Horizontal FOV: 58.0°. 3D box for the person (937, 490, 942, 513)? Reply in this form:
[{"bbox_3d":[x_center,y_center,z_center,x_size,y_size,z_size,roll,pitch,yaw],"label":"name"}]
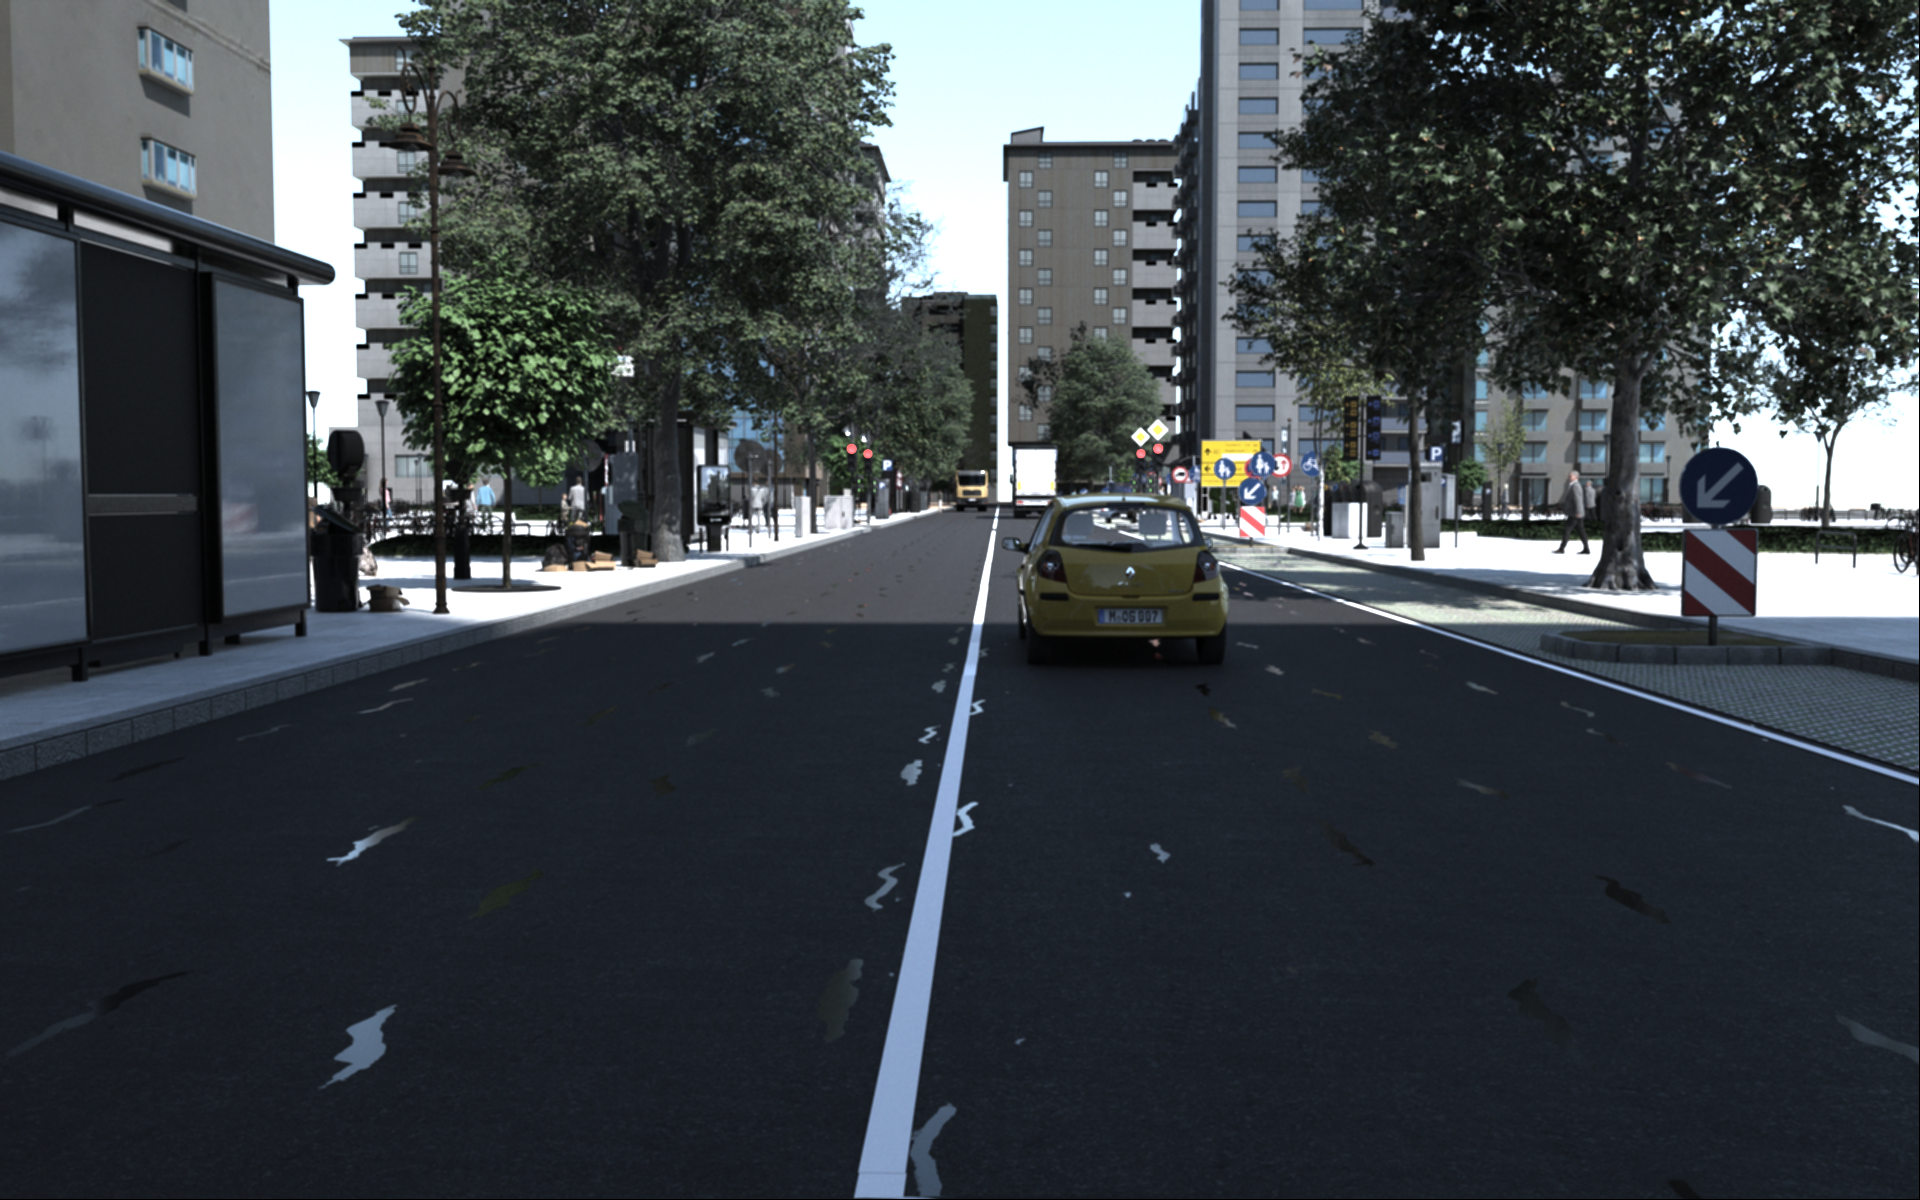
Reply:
[{"bbox_3d":[-1.581,-7.612,133.504,0.362,1.759,0.519,-1,4,-13],"label":"person"}]

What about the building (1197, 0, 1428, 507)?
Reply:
[{"bbox_3d":[33.647,-38.231,167.083,21.231,58.520,28.212,0,4,1],"label":"building"}]

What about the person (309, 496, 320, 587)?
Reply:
[{"bbox_3d":[-9.041,-0.815,24.034,0.362,1.253,0.373,-1,4,-12],"label":"person"}]

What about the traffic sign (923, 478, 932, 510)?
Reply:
[{"bbox_3d":[-2.543,-8.283,135.525,0.768,2.556,0.104,0,4,8],"label":"traffic sign"}]

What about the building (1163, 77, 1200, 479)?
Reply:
[{"bbox_3d":[35.951,-35.314,196.999,23.786,49.044,30.456,0,4,1],"label":"building"}]

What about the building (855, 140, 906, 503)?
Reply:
[{"bbox_3d":[-22.522,-40.858,257.274,27.495,52.752,28.713,0,4,1],"label":"building"}]

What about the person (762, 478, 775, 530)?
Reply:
[{"bbox_3d":[-6.743,-3.392,61.342,0.661,1.843,0.795,0,4,8],"label":"person"}]

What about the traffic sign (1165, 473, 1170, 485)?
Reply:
[{"bbox_3d":[12.601,-6.295,103.025,0.768,2.556,0.104,1,4,8],"label":"traffic sign"}]

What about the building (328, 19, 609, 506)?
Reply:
[{"bbox_3d":[-54.563,-37.383,200.444,27.495,52.752,28.713,0,4,1],"label":"building"}]

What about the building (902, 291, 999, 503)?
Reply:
[{"bbox_3d":[-1.421,-29.245,249.854,14.107,30.474,14.160,0,4,1],"label":"building"}]

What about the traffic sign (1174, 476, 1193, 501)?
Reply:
[{"bbox_3d":[10.561,-4.999,81.737,0.884,2.594,0.081,1,4,10],"label":"traffic sign"}]

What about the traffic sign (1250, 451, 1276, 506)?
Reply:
[{"bbox_3d":[9.017,-3.152,51.640,0.768,2.556,0.104,0,4,4],"label":"traffic sign"}]

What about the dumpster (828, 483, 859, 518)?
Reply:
[{"bbox_3d":[-6.017,-5.319,89.454,1.502,2.255,1.985,0,4,1],"label":"dumpster"}]

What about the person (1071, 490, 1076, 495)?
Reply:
[{"bbox_3d":[9.634,-8.508,147.624,0.660,1.820,0.620,3,4,37],"label":"person"}]

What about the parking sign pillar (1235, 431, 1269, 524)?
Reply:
[{"bbox_3d":[12.429,-5.204,73.562,1.447,3.967,1.447,-3,4,-36],"label":"parking sign pillar"}]

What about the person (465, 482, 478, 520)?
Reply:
[{"bbox_3d":[-18.761,-3.642,66.347,0.466,1.731,0.760,0,4,1],"label":"person"}]

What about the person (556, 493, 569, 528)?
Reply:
[{"bbox_3d":[-14.037,-3.127,61.441,0.640,1.303,0.475,-1,4,-20],"label":"person"}]

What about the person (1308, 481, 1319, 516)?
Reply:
[{"bbox_3d":[13.147,-3.483,63.331,0.623,1.781,0.721,-3,4,-37],"label":"person"}]

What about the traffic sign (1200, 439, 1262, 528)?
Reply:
[{"bbox_3d":[10.103,-4.330,64.666,2.265,3.308,0.079,0,4,4],"label":"traffic sign"}]

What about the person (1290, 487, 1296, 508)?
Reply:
[{"bbox_3d":[19.883,-5.902,103.286,0.466,1.731,0.760,1,4,12],"label":"person"}]

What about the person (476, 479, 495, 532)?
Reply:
[{"bbox_3d":[-15.836,-3.147,57.834,0.601,1.785,0.444,-1,4,-11],"label":"person"}]

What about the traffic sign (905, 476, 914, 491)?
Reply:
[{"bbox_3d":[-3.577,-7.569,123.859,0.768,2.556,0.104,0,4,8],"label":"traffic sign"}]

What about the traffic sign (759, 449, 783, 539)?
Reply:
[{"bbox_3d":[-5.400,-2.993,49.038,0.768,2.556,0.104,0,4,8],"label":"traffic sign"}]

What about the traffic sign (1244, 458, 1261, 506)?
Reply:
[{"bbox_3d":[10.193,-3.654,59.843,0.768,2.556,0.104,0,4,7],"label":"traffic sign"}]

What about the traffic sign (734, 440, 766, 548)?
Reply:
[{"bbox_3d":[-4.969,-2.500,40.989,0.768,2.556,0.104,0,4,2],"label":"traffic sign"}]

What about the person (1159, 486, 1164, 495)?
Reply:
[{"bbox_3d":[10.038,-4.847,86.294,0.522,1.701,0.512,-1,4,-10],"label":"person"}]

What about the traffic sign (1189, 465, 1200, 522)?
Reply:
[{"bbox_3d":[10.427,-4.651,76.152,0.768,2.556,0.104,1,4,9],"label":"traffic sign"}]

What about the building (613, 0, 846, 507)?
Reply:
[{"bbox_3d":[-23.014,-33.704,174.756,21.300,48.544,21.600,0,4,1],"label":"building"}]

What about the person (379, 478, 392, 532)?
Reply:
[{"bbox_3d":[-19.180,-3.169,57.858,0.388,1.821,0.555,-3,4,-36],"label":"person"}]

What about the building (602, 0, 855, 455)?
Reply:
[{"bbox_3d":[-26.646,-40.406,202.643,28.212,58.520,21.231,0,4,1],"label":"building"}]

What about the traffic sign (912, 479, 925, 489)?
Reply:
[{"bbox_3d":[-2.961,-7.536,123.220,0.884,2.594,0.081,0,4,3],"label":"traffic sign"}]

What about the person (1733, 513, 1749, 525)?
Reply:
[{"bbox_3d":[22.346,-2.657,49.585,0.767,1.812,0.694,1,4,22],"label":"person"}]

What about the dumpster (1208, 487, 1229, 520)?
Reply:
[{"bbox_3d":[13.077,-5.141,86.544,1.502,2.255,1.985,0,4,1],"label":"dumpster"}]

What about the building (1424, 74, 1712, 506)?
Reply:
[{"bbox_3d":[69.828,-35.463,199.430,30.456,49.044,23.786,0,4,1],"label":"building"}]

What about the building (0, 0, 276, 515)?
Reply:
[{"bbox_3d":[-33.108,-25.786,45.303,21.600,48.544,21.300,0,4,1],"label":"building"}]

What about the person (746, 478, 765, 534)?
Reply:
[{"bbox_3d":[-6.620,-3.033,55.830,0.606,1.804,0.583,-3,4,-39],"label":"person"}]

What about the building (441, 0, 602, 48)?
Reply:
[{"bbox_3d":[-62.518,-49.836,253.069,20.611,71.187,20.563,0,4,1],"label":"building"}]

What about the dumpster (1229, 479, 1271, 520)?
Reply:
[{"bbox_3d":[13.017,-4.573,77.266,1.502,2.255,1.985,0,4,1],"label":"dumpster"}]

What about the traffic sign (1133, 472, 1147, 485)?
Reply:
[{"bbox_3d":[9.863,-5.805,95.014,0.768,2.556,0.104,1,4,9],"label":"traffic sign"}]

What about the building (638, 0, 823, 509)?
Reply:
[{"bbox_3d":[-20.150,-30.986,156.730,14.600,45.320,14.200,0,4,1],"label":"building"}]

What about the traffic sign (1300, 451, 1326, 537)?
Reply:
[{"bbox_3d":[10.461,-3.136,51.375,0.768,2.556,0.104,0,4,2],"label":"traffic sign"}]

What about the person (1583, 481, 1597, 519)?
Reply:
[{"bbox_3d":[23.112,-3.510,63.836,0.834,1.777,0.661,3,4,38],"label":"person"}]

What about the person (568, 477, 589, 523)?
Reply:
[{"bbox_3d":[-11.372,-2.776,51.628,0.606,1.804,0.583,-1,4,-16],"label":"person"}]

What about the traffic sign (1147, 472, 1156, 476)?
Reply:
[{"bbox_3d":[11.009,-6.054,99.095,0.768,2.556,0.104,0,4,4],"label":"traffic sign"}]

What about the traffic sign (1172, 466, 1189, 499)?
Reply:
[{"bbox_3d":[9.982,-4.801,78.607,0.768,2.556,0.104,0,4,2],"label":"traffic sign"}]

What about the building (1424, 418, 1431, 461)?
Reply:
[{"bbox_3d":[64.814,-34.565,248.731,14.086,41.232,14.154,0,4,1],"label":"building"}]

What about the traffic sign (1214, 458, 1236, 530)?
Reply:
[{"bbox_3d":[9.337,-3.734,61.155,0.768,2.556,0.104,0,4,6],"label":"traffic sign"}]

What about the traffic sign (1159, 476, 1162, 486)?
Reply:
[{"bbox_3d":[13.468,-7.253,118.688,0.768,2.556,0.104,1,4,11],"label":"traffic sign"}]

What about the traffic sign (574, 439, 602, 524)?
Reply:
[{"bbox_3d":[-8.721,-2.463,40.380,0.768,2.556,0.104,0,4,4],"label":"traffic sign"}]

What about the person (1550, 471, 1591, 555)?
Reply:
[{"bbox_3d":[12.977,-1.857,36.801,0.834,1.777,0.661,1,4,14],"label":"person"}]

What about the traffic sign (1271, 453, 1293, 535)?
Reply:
[{"bbox_3d":[9.916,-3.280,53.735,0.768,2.556,0.104,0,4,5],"label":"traffic sign"}]

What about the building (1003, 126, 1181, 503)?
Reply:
[{"bbox_3d":[20.035,-40.780,255.985,27.495,52.752,28.713,0,4,1],"label":"building"}]
